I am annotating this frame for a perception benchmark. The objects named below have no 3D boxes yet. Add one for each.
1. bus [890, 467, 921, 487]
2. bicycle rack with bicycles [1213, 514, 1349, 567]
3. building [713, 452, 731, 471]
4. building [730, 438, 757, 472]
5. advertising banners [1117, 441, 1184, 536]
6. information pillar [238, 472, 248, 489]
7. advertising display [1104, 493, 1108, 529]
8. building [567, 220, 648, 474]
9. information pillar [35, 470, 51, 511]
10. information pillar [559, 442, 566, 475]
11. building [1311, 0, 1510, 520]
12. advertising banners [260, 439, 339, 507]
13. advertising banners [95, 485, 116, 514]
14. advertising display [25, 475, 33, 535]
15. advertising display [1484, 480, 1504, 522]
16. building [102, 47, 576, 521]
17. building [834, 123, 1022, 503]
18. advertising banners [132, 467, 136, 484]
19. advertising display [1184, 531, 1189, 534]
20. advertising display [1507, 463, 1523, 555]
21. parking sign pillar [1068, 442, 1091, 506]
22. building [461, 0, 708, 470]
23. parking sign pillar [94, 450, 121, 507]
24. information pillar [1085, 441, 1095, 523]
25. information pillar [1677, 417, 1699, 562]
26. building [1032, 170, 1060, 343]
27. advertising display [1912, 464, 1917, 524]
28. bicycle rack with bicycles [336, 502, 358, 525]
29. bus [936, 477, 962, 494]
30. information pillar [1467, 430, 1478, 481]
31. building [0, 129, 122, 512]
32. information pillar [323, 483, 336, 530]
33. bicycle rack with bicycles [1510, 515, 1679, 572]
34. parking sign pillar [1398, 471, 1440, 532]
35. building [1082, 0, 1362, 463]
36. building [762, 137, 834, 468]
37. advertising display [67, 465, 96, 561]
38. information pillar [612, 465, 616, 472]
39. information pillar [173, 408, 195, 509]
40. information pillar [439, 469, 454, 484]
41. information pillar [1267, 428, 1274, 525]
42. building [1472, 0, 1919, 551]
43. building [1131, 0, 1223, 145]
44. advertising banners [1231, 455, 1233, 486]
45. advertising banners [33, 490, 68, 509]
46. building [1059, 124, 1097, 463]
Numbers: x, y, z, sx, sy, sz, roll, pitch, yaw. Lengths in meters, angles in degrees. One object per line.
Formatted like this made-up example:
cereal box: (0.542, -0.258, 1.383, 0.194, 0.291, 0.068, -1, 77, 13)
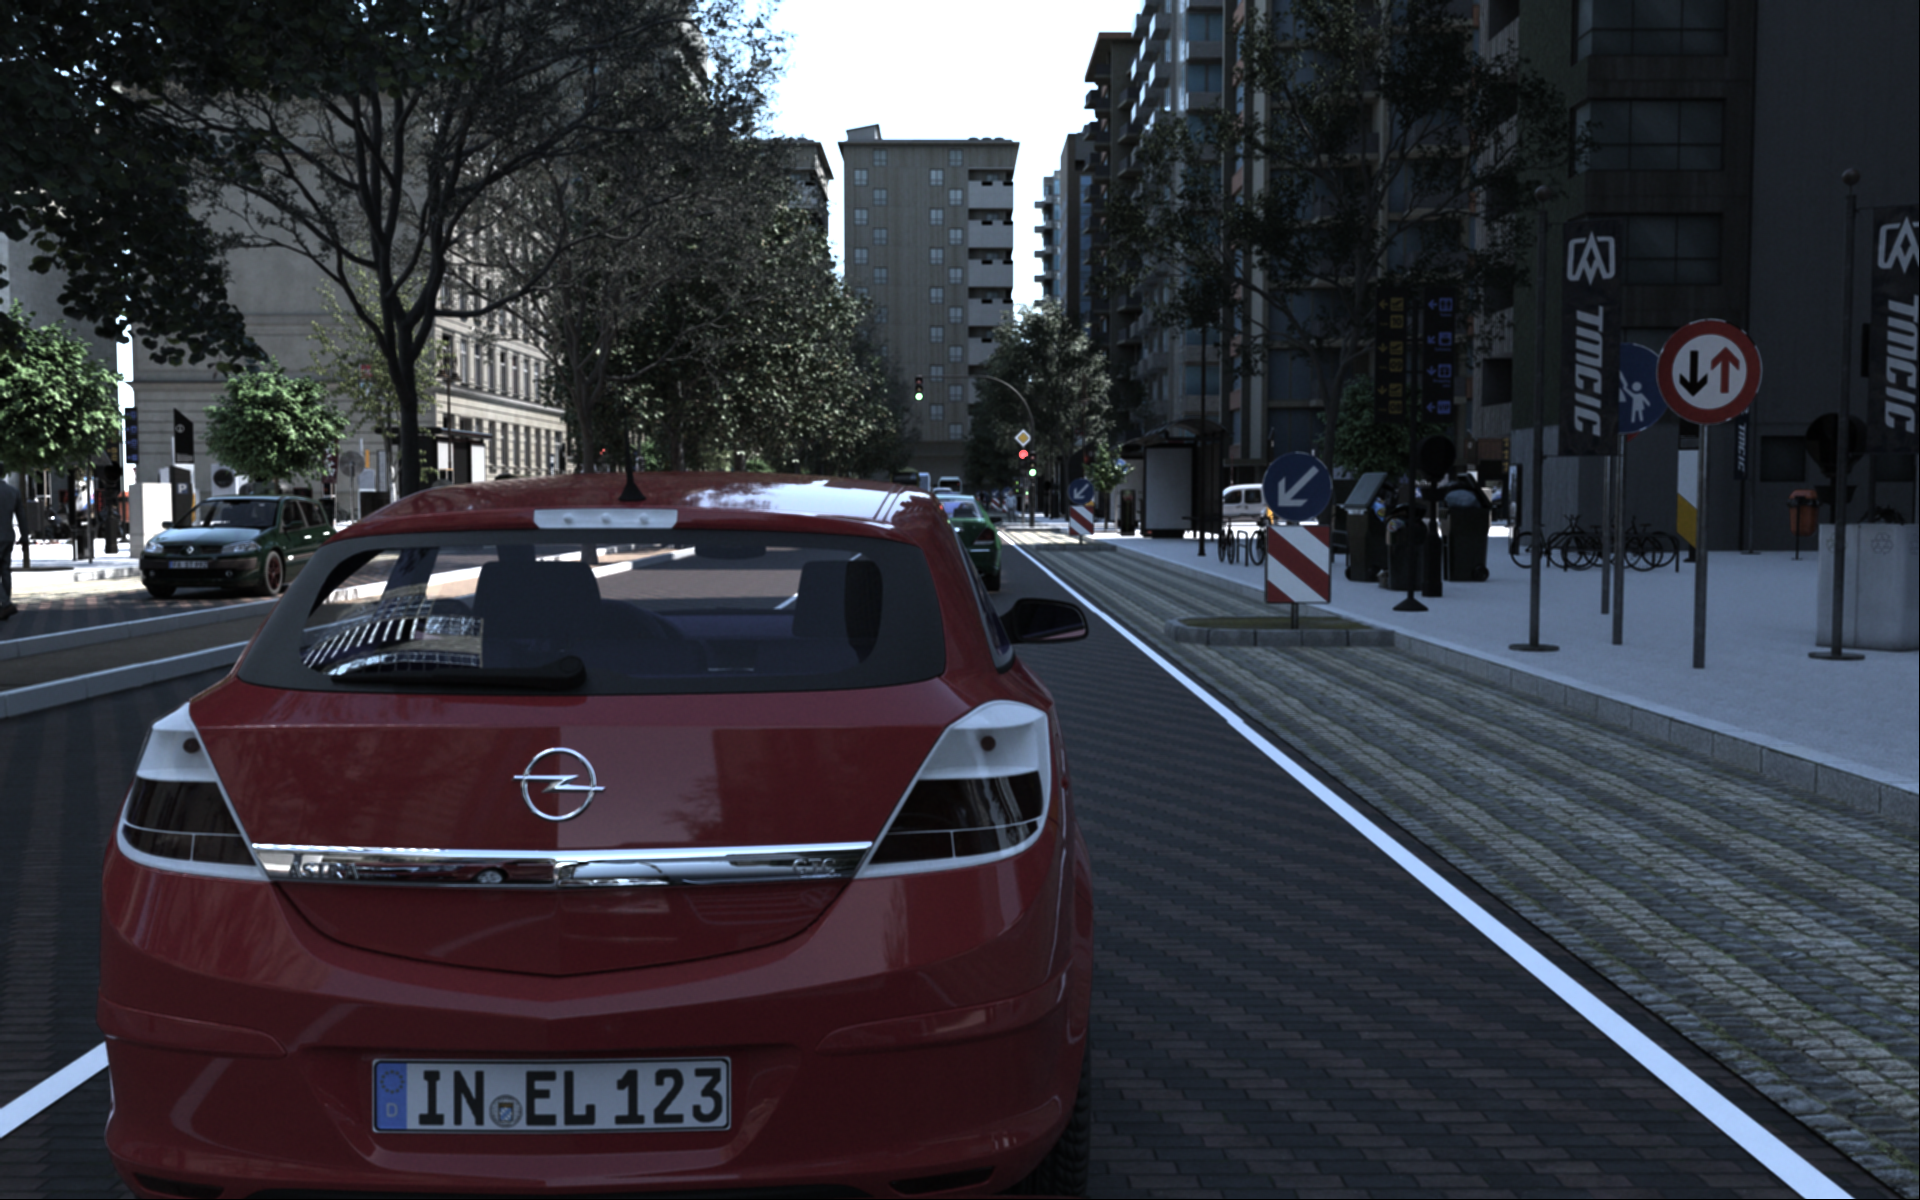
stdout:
bus: (-5.020, -10.253, 159.185, 2.896, 3.916, 12.252, 0, 4, -1)
bicycle rack with bicycles: (5.879, -1.099, 31.347, 2.852, 0.926, 2.925, 0, 4, 5)
building: (-31.477, -30.233, 177.904, 14.154, 41.232, 14.086, 0, 4, 0)
building: (-39.148, -21.996, 204.672, 28.899, 21.520, 27.650, 0, 4, 0)
advertising banners: (5.847, -3.472, 52.959, 2.074, 3.025, 0.090, 0, 4, -8)
information pillar: (-31.244, -5.156, 75.653, 0.504, 3.616, 0.183, -2, 4, -25)
advertising display: (5.362, -3.564, 63.482, 0.123, 1.923, 0.974, 0, 4, 4)
building: (-31.378, -19.034, 130.295, 14.460, 24.649, 34.723, 0, 4, 0)
information pillar: (-26.931, -2.837, 50.882, 0.304, 2.012, 0.304, 0, 4, -1)
information pillar: (-17.966, -5.322, 78.371, 0.183, 3.616, 0.504, 1, 4, 10)
building: (27.243, -26.861, 93.796, 28.867, 44.769, 22.147, 0, 4, 0)
advertising banners: (-16.644, -2.911, 43.776, 2.074, 3.025, 0.090, 0, 4, 1)
advertising banners: (-27.766, -3.647, 55.809, 0.090, 3.025, 2.074, 0, 4, 8)
advertising display: (-29.220, -3.003, 54.319, 0.123, 1.923, 0.974, -3, 4, -37)
advertising display: (24.823, -4.607, 80.544, 0.123, 1.923, 0.974, -3, 5, -39)
building: (-32.456, -16.120, 96.849, 16.112, 22.955, 30.059, 0, 4, 0)
building: (-3.301, -40.693, 254.561, 27.495, 52.752, 28.713, 0, 4, 0)
advertising banners: (-53.209, -7.130, 112.759, 0.090, 3.025, 2.074, 1, 4, 10)
advertising display: (7.102, -3.086, 55.664, 0.123, 1.923, 0.974, -2, 4, -27)
advertising display: (11.759, -1.927, 36.719, 0.123, 1.923, 0.974, 0, 4, 7)
parking sign pillar: (6.043, -6.050, 87.397, 1.447, 3.967, 1.447, -1, 4, -10)
building: (-35.191, -32.792, 159.851, 21.300, 48.544, 21.600, 0, 4, 0)
parking sign pillar: (-42.754, -6.008, 86.707, 1.447, 3.967, 1.447, 2, 4, 28)
information pillar: (5.762, -5.245, 77.105, 0.504, 3.616, 0.183, 2, 4, 27)
information pillar: (13.753, -2.518, 32.519, 0.504, 3.616, 0.183, 3, 5, 44)
building: (25.733, -38.696, 252.285, 30.456, 49.044, 23.786, 0, 4, 0)
advertising display: (20.722, -1.924, 36.676, 0.974, 1.923, 0.123, 1, 4, 14)
bicycle rack with bicycles: (-27.541, -3.796, 75.441, 2.925, 0.926, 2.852, -2, 4, -24)
bus: (-1.179, -12.210, 194.492, 2.948, 3.499, 13.247, 0, 4, -1)
information pillar: (18.655, -4.390, 63.133, 0.183, 3.616, 0.504, -2, 4, -24)
building: (-52.923, -14.161, 86.286, 16.860, 20.320, 10.420, 0, 4, 0)
information pillar: (-20.694, -3.201, 56.828, 0.304, 2.012, 0.304, 0, 4, 3)
bicycle rack with bicycles: (10.930, -0.991, 29.591, 2.925, 0.926, 2.852, 1, 4, 11)
parking sign pillar: (15.575, -4.304, 58.846, 1.447, 3.967, 1.447, 2, 4, 27)
building: (23.135, -31.174, 164.318, 22.147, 44.769, 28.867, 0, 4, 0)
building: (-30.797, -40.699, 254.666, 27.495, 52.752, 28.713, 0, 4, 0)
advertising display: (-17.101, -1.745, 33.747, 0.123, 1.923, 0.974, 0, 4, -5)
information pillar: (-18.852, -6.289, 94.179, 0.183, 3.616, 0.504, 1, 4, 23)
information pillar: (-21.117, -3.412, 47.141, 0.504, 3.616, 0.183, -3, 4, -38)
information pillar: (-15.168, -2.855, 51.170, 0.304, 2.012, 0.304, 2, 4, 24)
information pillar: (11.015, -4.288, 61.469, 0.183, 3.616, 0.504, 2, 4, 27)
building: (20.884, -16.715, 44.992, 14.160, 30.474, 14.107, 0, 4, 0)
building: (25.131, -31.460, 133.978, 23.786, 49.044, 30.456, 0, 4, 0)
advertising banners: (12.231, -4.977, 77.562, 0.090, 3.025, 2.074, 1, 4, 13)
advertising banners: (-32.860, -4.123, 63.604, 2.074, 3.025, 0.090, -2, 4, -32)
building: (19.405, -34.265, 210.347, 14.600, 45.320, 14.200, 0, 4, 0)
